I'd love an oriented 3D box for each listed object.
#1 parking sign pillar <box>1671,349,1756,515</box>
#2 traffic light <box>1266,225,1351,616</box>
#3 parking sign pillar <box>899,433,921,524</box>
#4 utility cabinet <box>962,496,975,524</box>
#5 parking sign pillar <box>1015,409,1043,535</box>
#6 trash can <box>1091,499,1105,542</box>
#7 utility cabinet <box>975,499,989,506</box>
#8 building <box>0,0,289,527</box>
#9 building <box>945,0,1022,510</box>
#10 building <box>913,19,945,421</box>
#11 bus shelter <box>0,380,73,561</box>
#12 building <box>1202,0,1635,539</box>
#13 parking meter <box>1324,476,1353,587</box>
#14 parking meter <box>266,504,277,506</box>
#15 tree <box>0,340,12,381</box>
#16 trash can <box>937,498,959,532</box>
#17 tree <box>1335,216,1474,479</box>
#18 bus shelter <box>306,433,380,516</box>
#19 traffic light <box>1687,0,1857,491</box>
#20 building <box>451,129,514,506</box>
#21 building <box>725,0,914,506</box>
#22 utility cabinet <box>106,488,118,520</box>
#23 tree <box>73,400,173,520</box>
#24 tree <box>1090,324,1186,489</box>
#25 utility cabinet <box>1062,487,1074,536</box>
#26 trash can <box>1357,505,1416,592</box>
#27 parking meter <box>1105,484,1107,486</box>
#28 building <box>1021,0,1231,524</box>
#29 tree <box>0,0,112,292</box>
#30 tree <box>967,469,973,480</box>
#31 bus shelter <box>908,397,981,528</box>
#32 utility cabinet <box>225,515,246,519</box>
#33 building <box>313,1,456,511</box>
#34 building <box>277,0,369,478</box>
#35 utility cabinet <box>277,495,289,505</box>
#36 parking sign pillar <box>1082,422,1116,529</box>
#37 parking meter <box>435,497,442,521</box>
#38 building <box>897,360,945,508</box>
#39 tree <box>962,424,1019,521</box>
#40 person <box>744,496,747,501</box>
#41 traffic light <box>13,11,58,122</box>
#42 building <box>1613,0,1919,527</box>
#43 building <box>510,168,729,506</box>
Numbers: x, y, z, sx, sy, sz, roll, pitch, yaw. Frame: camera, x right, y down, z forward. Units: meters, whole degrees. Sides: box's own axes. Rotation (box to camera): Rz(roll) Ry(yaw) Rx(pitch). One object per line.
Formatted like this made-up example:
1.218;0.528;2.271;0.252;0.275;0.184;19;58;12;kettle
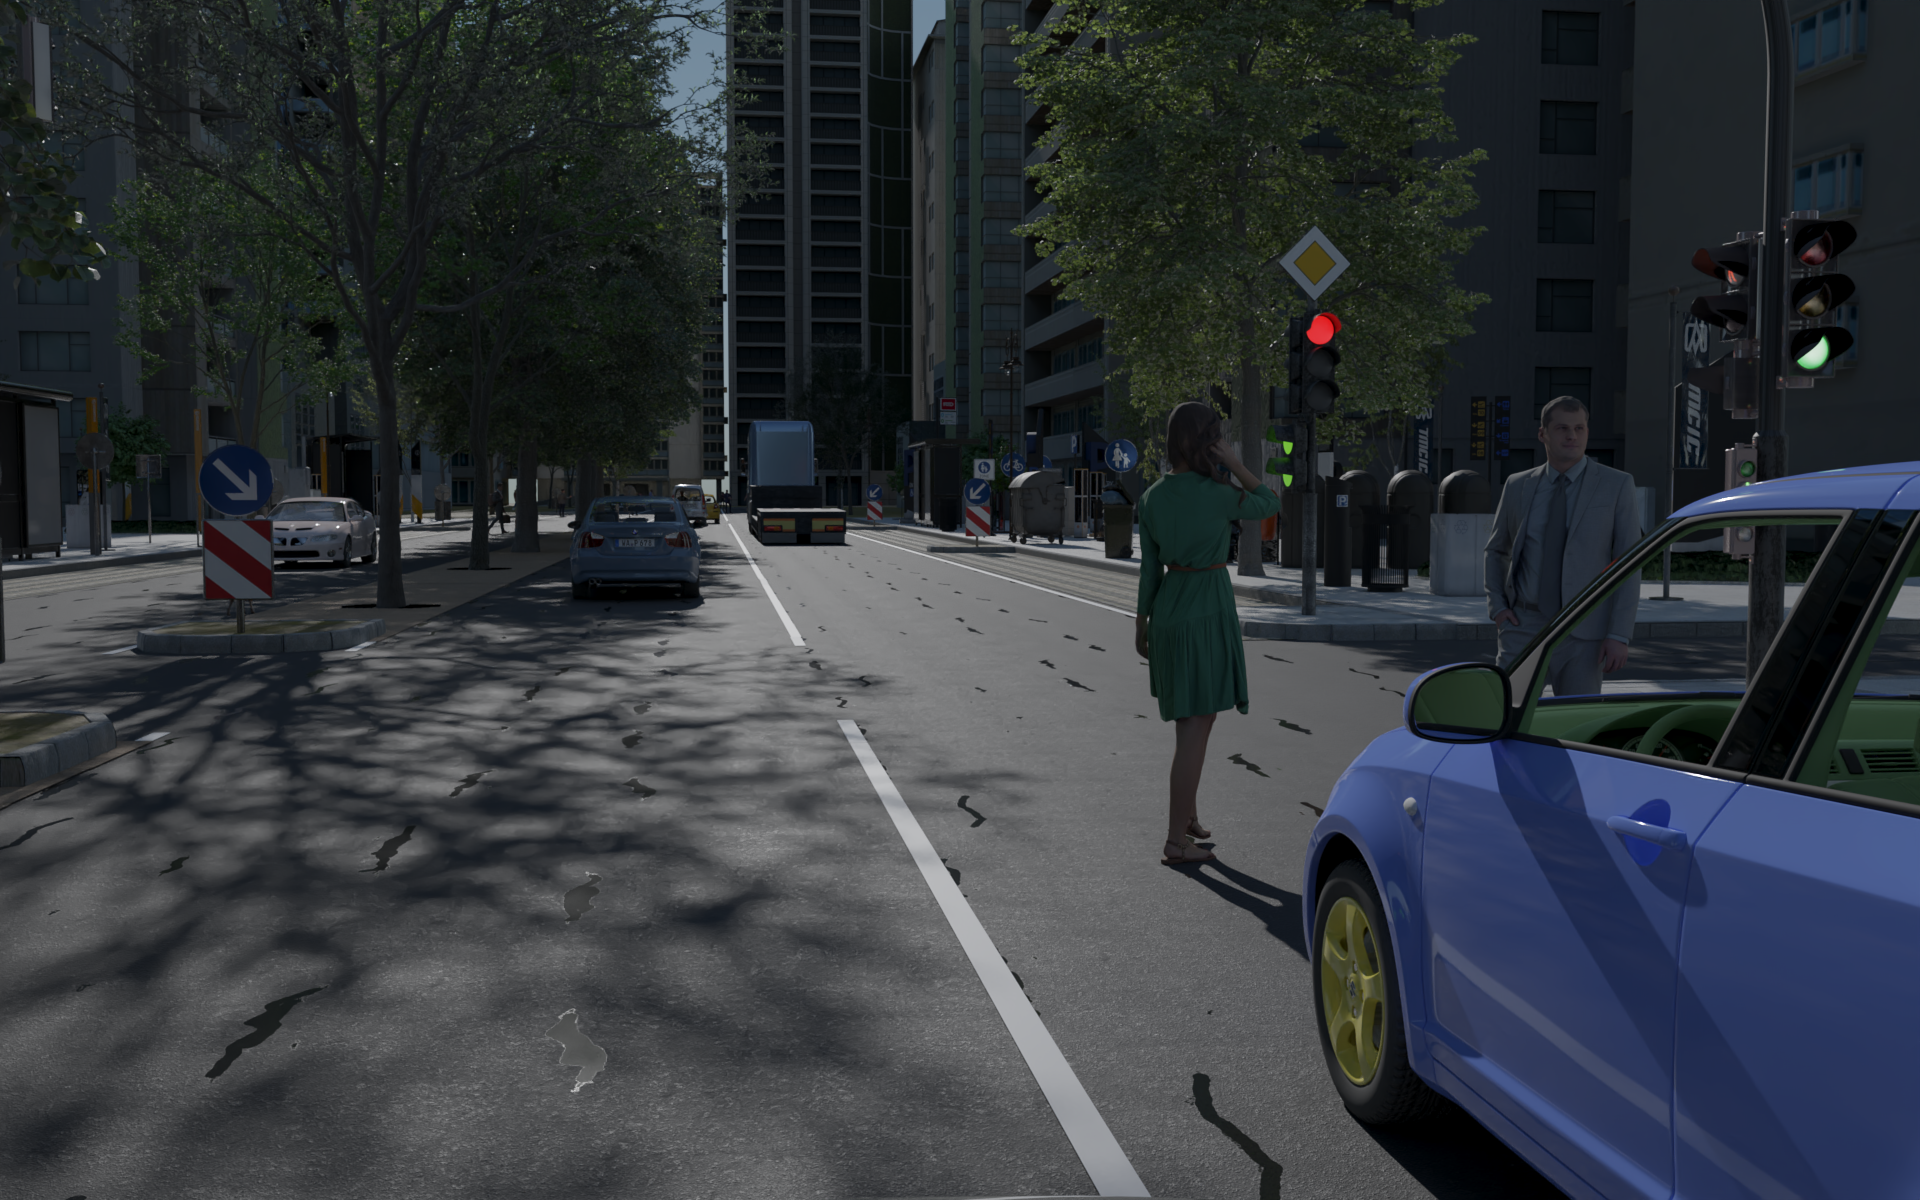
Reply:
12.832;-2.514;29.578;1.447;3.967;1.447;1;4;11;parking sign pillar
3.677;-1.793;18.242;0.839;4.253;0.868;-1;4;-8;traffic light
-1.924;-5.315;75.380;1.447;3.967;1.447;-2;4;-33;parking sign pillar
0.489;-3.846;74.051;0.306;1.237;1.020;3;5;44;utility cabinet
2.363;-4.025;54.281;1.447;3.967;1.447;0;4;6;parking sign pillar
3.933;-2.162;47.008;0.748;1.137;0.748;0;3;0;trash can
0.987;-3.827;71.258;0.318;1.500;1.173;2;4;25;utility cabinet
-37.171;-23.729;71.561;14.154;41.232;14.086;-1;4;-8;building
5.707;-26.932;123.938;14.154;41.232;14.086;-1;4;-8;building
8.221;-37.400;200.723;27.495;52.752;28.713;-1;4;-8;building
-18.401;-3.238;30.579;2.179;5.291;8.768;0;4;-8;bus shelter
15.033;-17.380;55.865;14.160;30.474;14.107;-1;4;-8;building
5.245;-0.955;24.023;0.372;1.533;0.369;0;3;0;parking meter
-19.673;-2.518;49.579;0.372;1.533;0.369;0;3;0;parking meter
-35.505;-6.793;61.435;4.360;8.622;3.978;0;3;0;tree
-0.401;-2.897;59.022;0.748;1.137;0.748;0;3;0;trash can
11.298;-5.785;44.954;4.737;8.622;4.395;0;3;0;tree
-24.735;-4.795;69.685;1.731;3.624;6.357;0;4;-8;bus shelter
2.751;-2.155;9.901;4.771;5.953;1.251;-1;4;-8;traffic light
-60.218;-34.455;187.037;21.600;48.544;21.300;-1;4;-8;building
-15.563;-46.140;192.642;20.611;71.187;20.563;-1;4;-8;building
-31.304;-3.327;63.069;1.173;1.500;0.318;1;4;11;utility cabinet
-29.372;-4.710;60.722;4.285;4.588;4.351;0;3;0;tree
7.525;-7.359;70.686;4.737;8.622;4.395;0;3;0;tree
2.981;-2.683;52.547;0.318;1.500;1.173;-3;4;-38;utility cabinet
5.595;-0.680;22.772;0.748;1.137;0.748;0;3;0;trash can
3.830;-2.150;43.559;0.372;1.533;0.369;0;3;0;parking meter
15.357;-28.170;84.281;21.300;48.544;21.600;-1;4;-8;building
-5.169;-5.833;4.488;9.857;13.997;8.962;0;3;0;tree
1.160;-4.972;75.900;1.663;3.219;1.824;0;3;0;tree
-0.842;-5.613;69.408;2.179;5.291;8.768;0;4;-8;bus shelter
-26.404;-3.191;63.330;1.020;1.237;0.306;1;4;21;utility cabinet
-55.562;-33.635;139.166;27.495;52.752;28.713;-1;4;-8;building
-47.705;-48.194;100.642;22.319;86.520;31.000;-1;4;-8;building
-30.043;-4.011;76.739;0.306;1.237;1.020;1;4;17;utility cabinet
5.203;-4.674;64.887;1.447;3.967;1.447;-2;4;-33;parking sign pillar
-24.944;-4.563;83.015;0.372;1.533;0.369;0;3;0;parking meter
7.305;-50.974;146.100;22.319;86.520;31.000;-1;4;-8;building
1.230;-5.983;81.542;4.285;4.588;4.351;0;3;0;tree
-15.397;-7.253;127.802;1.217;1.743;0.721;-3;4;-37;person
-11.004;-2.538;16.166;4.771;5.953;1.251;-1;4;-8;traffic light
27.625;-25.408;39.123;21.600;48.544;21.300;-1;4;-8;building
-38.551;-30.882;196.798;23.993;40.220;32.217;-1;4;-8;building
